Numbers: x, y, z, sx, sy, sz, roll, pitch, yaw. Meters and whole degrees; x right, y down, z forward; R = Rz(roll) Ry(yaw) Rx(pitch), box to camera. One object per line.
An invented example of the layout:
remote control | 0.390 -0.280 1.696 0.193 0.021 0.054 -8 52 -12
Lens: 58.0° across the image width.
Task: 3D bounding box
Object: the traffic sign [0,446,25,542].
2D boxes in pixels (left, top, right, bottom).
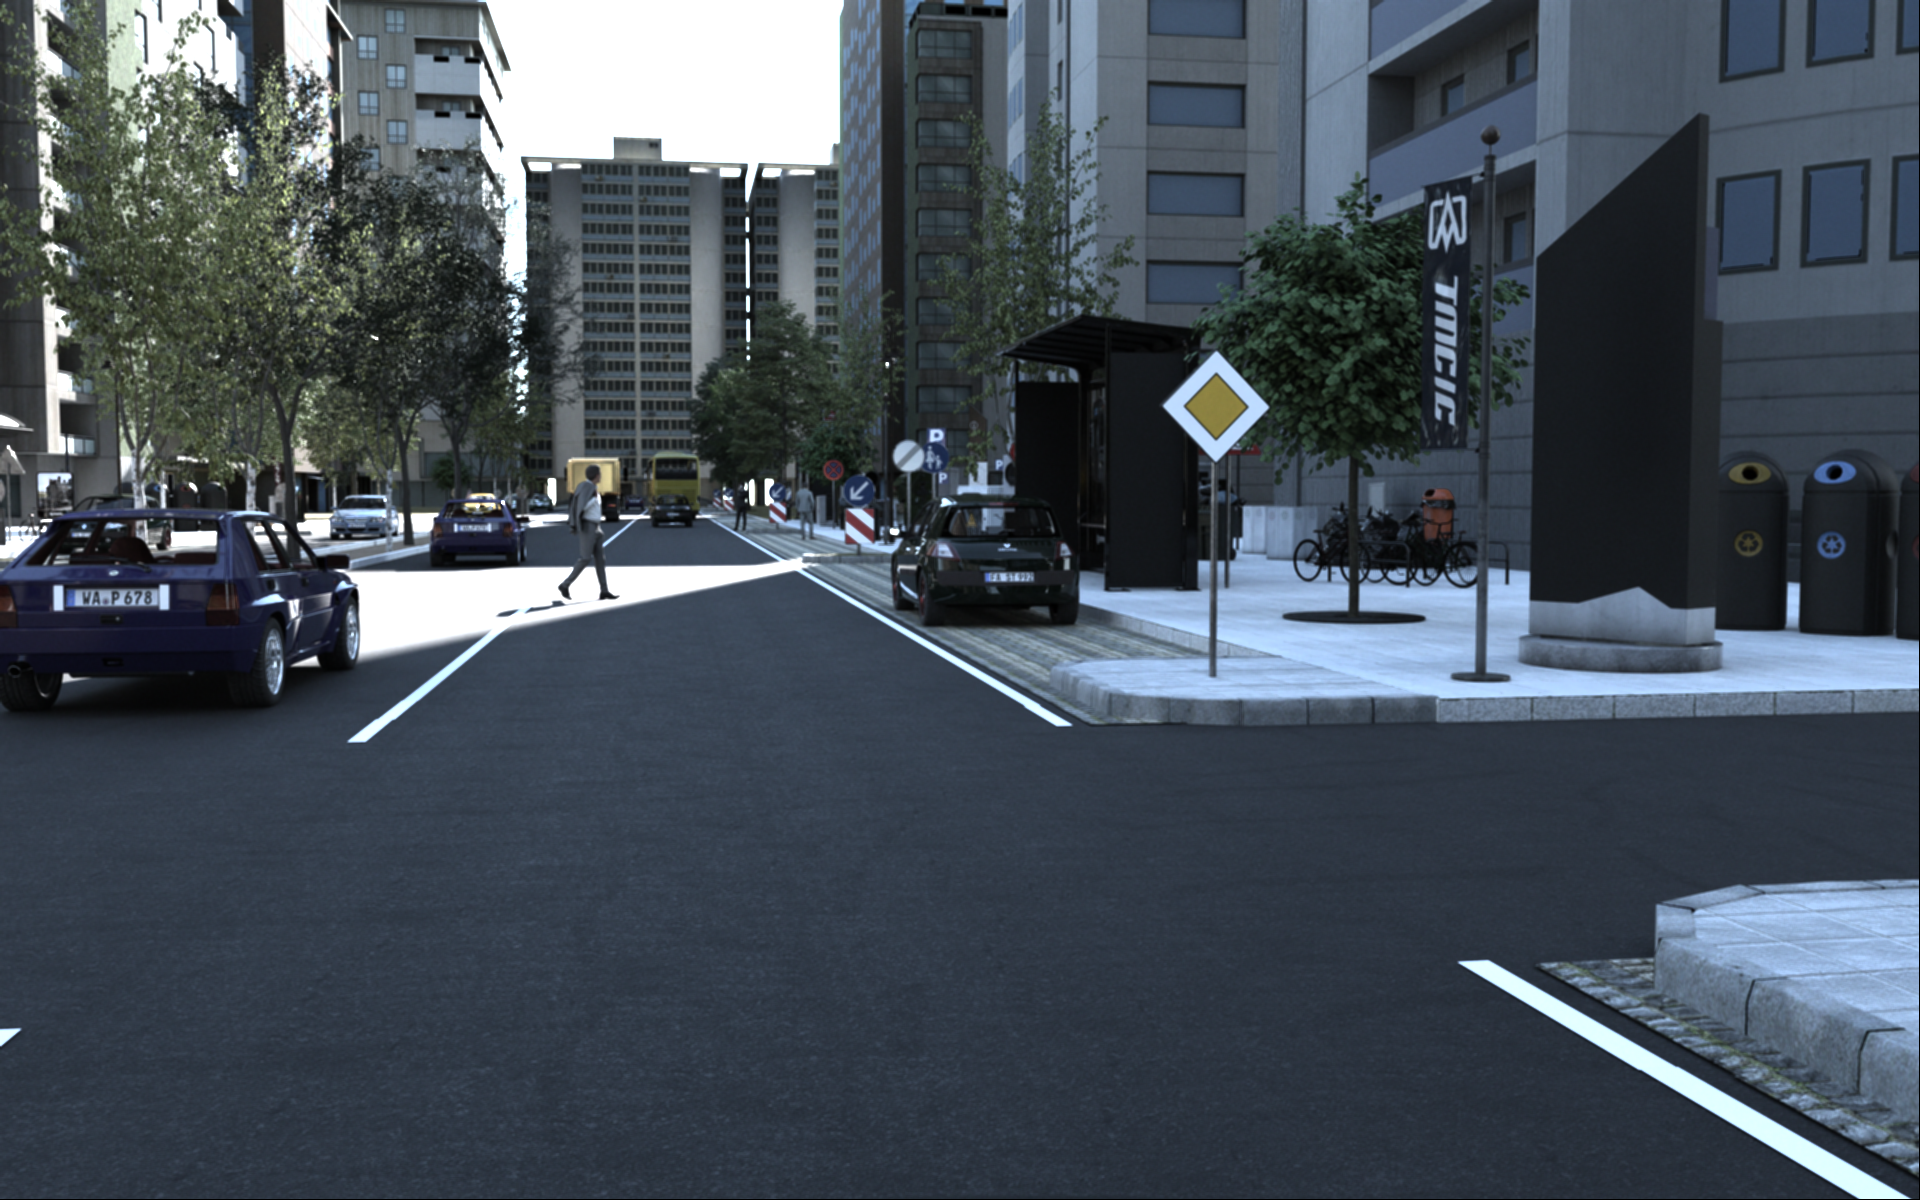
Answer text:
traffic sign | -25.595 -2.849 46.589 0.884 2.594 0.081 0 4 -4

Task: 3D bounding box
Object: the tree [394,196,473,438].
tree | -13.996 -5.472 42.279 4.360 8.622 3.978 0 3 0

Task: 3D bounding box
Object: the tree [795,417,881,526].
tree | -4.861 -5.235 69.311 4.285 4.588 4.351 0 3 0

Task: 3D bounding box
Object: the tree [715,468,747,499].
tree | -21.483 -10.988 163.363 4.285 4.588 4.351 0 3 0

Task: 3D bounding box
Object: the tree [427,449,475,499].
tree | -37.033 -8.685 125.711 4.285 4.588 4.351 0 3 0

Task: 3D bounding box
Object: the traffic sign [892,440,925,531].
traffic sign | -1.215 -2.498 40.953 0.768 2.556 0.104 0 4 -1

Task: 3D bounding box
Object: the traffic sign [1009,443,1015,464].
traffic sign | 1.463 -2.319 38.016 0.768 2.556 0.104 0 4 -1

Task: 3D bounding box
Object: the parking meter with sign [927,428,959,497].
parking meter with sign | -0.310 -3.076 46.550 0.543 3.016 1.738 1 4 21

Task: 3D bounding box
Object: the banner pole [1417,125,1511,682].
banner pole | 3.495 -1.349 12.080 0.401 3.779 0.863 -2 4 -28

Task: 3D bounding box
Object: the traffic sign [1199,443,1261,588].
traffic sign | 3.639 -1.439 23.533 0.884 2.594 0.081 0 4 -5

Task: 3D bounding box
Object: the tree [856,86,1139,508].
tree | 1.203 -5.009 32.257 4.737 8.622 4.395 0 3 0

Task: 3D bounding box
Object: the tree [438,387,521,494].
tree | -42.415 -13.912 153.223 9.928 11.665 9.643 0 3 0

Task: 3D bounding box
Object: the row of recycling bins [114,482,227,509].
row of recycling bins | -26.869 -3.171 58.967 3.534 1.692 1.069 -3 4 -37

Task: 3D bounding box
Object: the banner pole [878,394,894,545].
banner pole | -1.859 -3.250 43.149 0.401 3.779 0.863 0 4 0

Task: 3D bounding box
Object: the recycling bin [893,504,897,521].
recycling bin | -3.310 -4.350 83.675 0.722 1.027 0.722 2 4 27

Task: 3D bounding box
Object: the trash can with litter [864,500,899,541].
trash can with litter | -2.179 -2.213 47.576 1.055 1.170 0.624 1 4 20

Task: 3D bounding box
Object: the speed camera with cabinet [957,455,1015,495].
speed camera with cabinet | 0.863 -2.737 39.082 2.038 3.252 0.660 3 5 41

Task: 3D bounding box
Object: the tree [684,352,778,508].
tree | -20.043 -15.163 154.567 9.857 13.997 8.962 0 3 0

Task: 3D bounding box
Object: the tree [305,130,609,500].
tree | -16.947 -8.889 58.155 12.009 13.543 11.850 0 3 0

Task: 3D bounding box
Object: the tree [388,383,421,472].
tree | -33.081 -10.697 93.020 7.486 12.596 7.792 0 3 0

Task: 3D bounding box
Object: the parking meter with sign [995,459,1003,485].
parking meter with sign | 2.501 -5.610 87.991 0.543 3.016 1.738 3 4 37

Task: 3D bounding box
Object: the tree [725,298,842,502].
tree | -10.154 -11.187 101.041 7.486 12.596 7.792 0 3 0

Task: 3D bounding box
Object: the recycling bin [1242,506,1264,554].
recycling bin | 6.569 -1.510 37.249 0.722 1.027 0.722 -2 4 -33

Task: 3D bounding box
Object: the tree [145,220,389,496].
tree | -28.834 -9.265 69.612 7.486 12.596 7.792 0 3 0

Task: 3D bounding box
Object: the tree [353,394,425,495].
tree | -33.672 -9.204 100.851 4.737 8.622 4.395 0 3 0

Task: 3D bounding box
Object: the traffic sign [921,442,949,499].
traffic sign | -0.643 -2.582 42.322 0.768 2.556 0.104 0 4 -6

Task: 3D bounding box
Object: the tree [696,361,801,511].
tree | -15.922 -12.576 131.365 9.928 11.665 9.643 0 3 0

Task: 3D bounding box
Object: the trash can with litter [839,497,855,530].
trash can with litter | -3.992 -3.102 62.101 0.624 1.170 1.055 -1 4 -14

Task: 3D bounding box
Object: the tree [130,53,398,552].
tree | -11.906 -4.657 28.964 4.360 8.622 3.978 0 3 0

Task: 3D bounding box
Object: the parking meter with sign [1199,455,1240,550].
parking meter with sign | 5.559 -2.656 39.683 1.738 3.016 0.543 0 4 -5

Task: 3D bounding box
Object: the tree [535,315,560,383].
tree | -15.343 -6.806 48.147 8.767 10.594 7.601 -1 4 -10

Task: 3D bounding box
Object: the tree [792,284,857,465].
tree | -3.524 -6.682 59.614 4.737 8.622 4.395 0 3 0

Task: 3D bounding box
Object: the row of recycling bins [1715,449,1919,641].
row of recycling bins | 8.418 -0.520 15.614 1.069 1.692 3.534 -3 5 -41

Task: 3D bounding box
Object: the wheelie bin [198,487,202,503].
wheelie bin | -33.529 -4.241 77.246 0.980 1.594 0.693 -2 4 -29

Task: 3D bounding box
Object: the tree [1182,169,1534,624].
tree | 4.025 -2.082 17.760 4.285 4.588 4.351 0 3 0

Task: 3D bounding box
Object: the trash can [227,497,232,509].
trash can | -31.334 -3.790 73.620 0.748 1.137 0.748 0 3 0

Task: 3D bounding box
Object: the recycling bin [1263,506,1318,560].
recycling bin | 6.493 -1.304 33.881 0.722 1.027 0.722 -2 4 -34

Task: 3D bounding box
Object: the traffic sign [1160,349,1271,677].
traffic sign | 1.771 -0.517 12.089 0.795 2.450 0.064 -1 4 -10

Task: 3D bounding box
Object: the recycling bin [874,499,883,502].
recycling bin | -3.675 -3.842 75.366 0.722 1.027 0.722 -1 4 -22

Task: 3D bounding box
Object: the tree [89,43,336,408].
tree | -13.405 -5.990 34.807 8.767 10.594 7.601 -1 4 -10

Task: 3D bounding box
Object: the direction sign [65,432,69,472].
direction sign | -32.567 -4.356 63.210 0.379 3.537 0.876 -2 4 -31

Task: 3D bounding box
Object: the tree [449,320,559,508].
tree | -18.856 -7.323 72.544 4.737 8.622 4.395 0 3 0

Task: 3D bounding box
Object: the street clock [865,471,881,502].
street clock | -2.791 -3.113 55.475 0.471 2.002 0.358 2 4 24

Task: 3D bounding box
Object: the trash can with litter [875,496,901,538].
trash can with litter | -1.815 -2.401 50.311 2.233 1.210 1.678 -1 4 -20

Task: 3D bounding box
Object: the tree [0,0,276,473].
tree | -11.325 -4.334 23.687 4.737 8.622 4.395 0 3 0

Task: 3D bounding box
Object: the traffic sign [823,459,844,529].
traffic sign | -4.652 -3.897 63.826 0.768 2.556 0.104 0 4 -2

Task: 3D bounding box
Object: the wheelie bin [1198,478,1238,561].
wheelie bin | 4.954 -1.569 33.563 0.980 1.594 0.693 3 5 43

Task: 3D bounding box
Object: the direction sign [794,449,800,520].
direction sign | -8.159 -5.797 86.781 0.379 3.537 0.876 -1 4 -15
